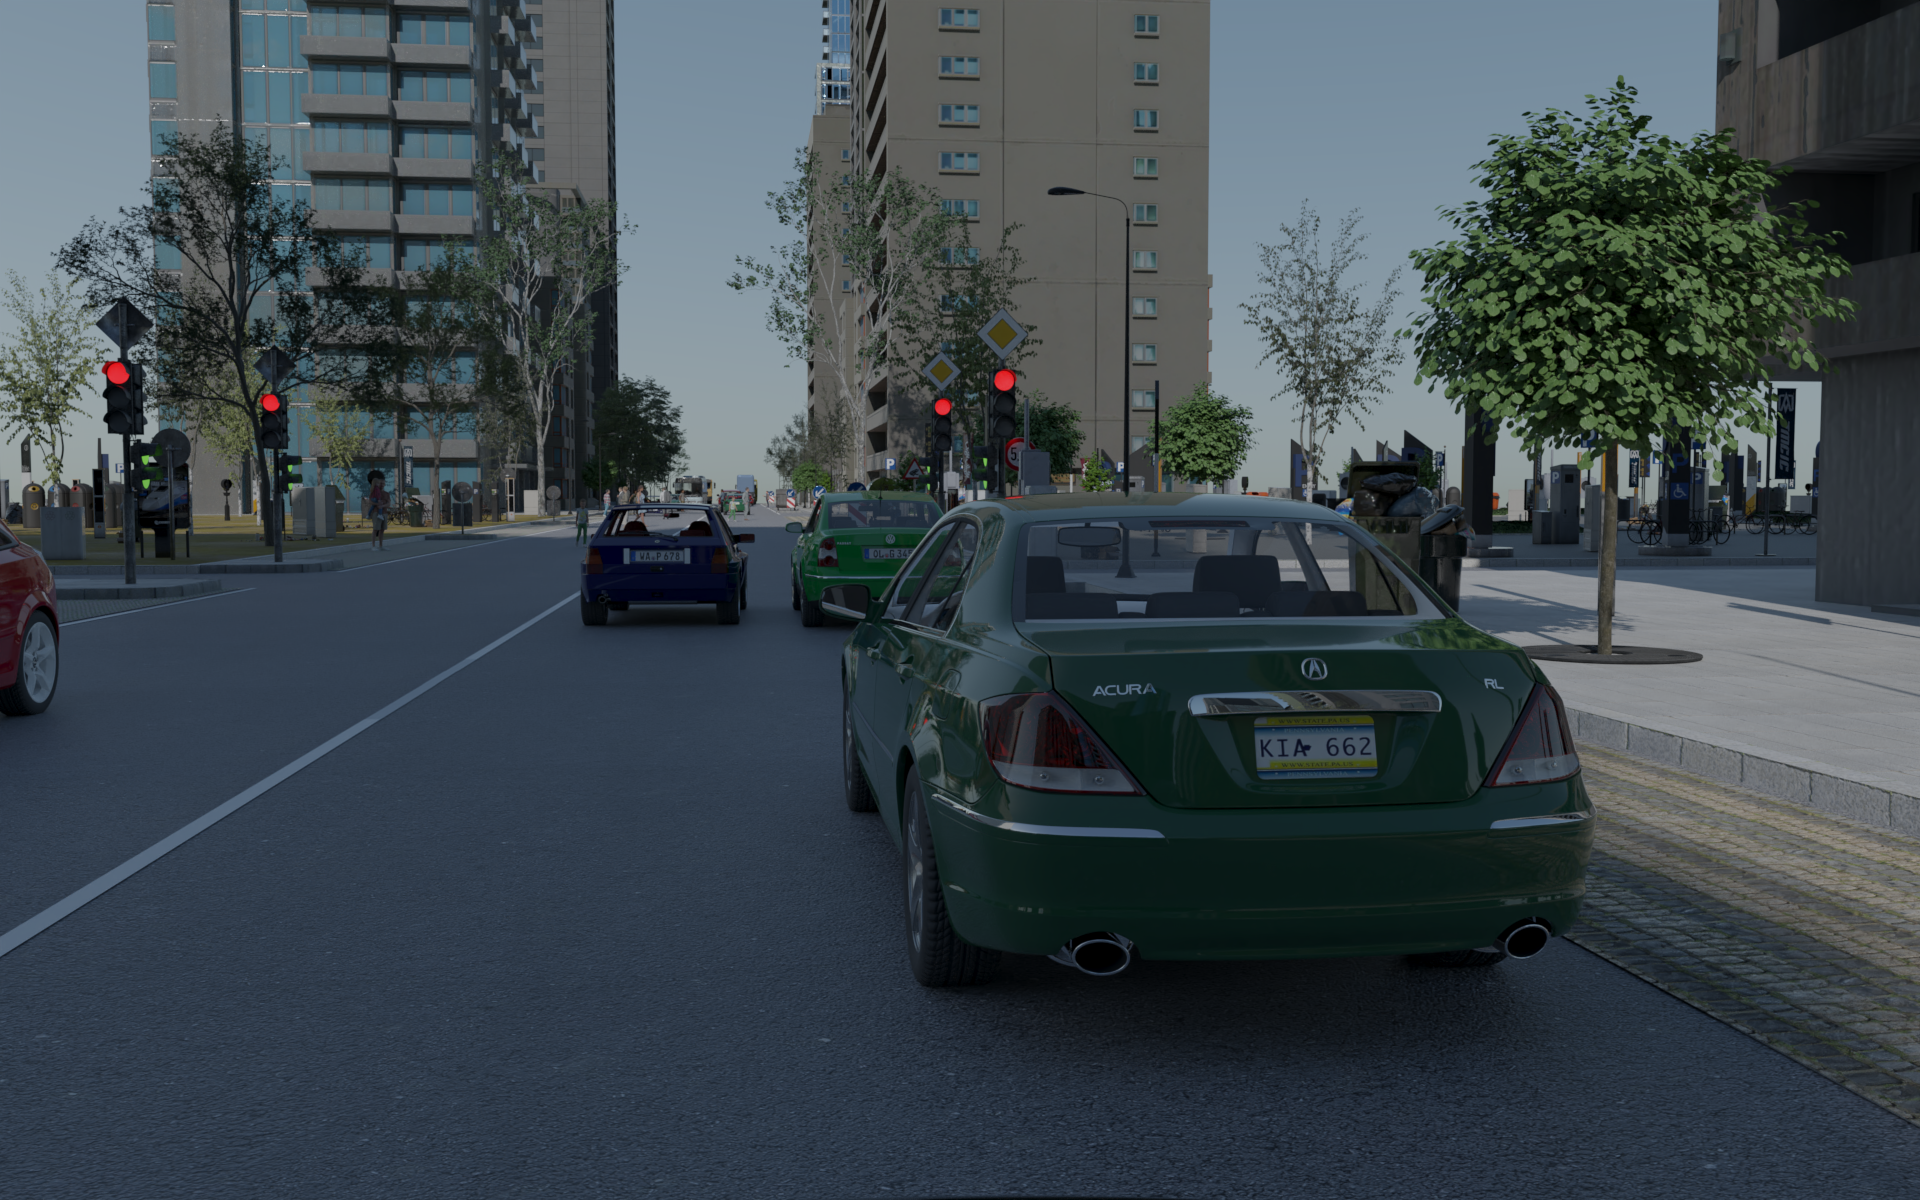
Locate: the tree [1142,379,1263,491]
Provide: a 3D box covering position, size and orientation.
[{"bbox_3d":[6.920,-4.003,49.158,4.285,4.588,4.351,0,3,0],"label":"tree"}]

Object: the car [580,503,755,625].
[{"bbox_3d":[-3.393,-0.472,20.290,1.945,1.354,3.894,0,4,-5],"label":"car"}]

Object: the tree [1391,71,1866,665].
[{"bbox_3d":[5.113,-1.821,13.492,4.285,4.588,4.351,0,3,0],"label":"tree"}]

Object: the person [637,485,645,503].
[{"bbox_3d":[-14.033,-4.115,75.866,0.778,1.811,0.616,1,4,8],"label":"person"}]

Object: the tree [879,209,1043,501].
[{"bbox_3d":[0.270,-5.749,44.360,4.737,8.622,4.395,0,3,0],"label":"tree"}]

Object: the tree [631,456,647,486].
[{"bbox_3d":[-36.167,-15.052,196.457,4.360,8.622,3.978,0,3,0],"label":"tree"}]

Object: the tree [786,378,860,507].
[{"bbox_3d":[-7.820,-9.693,108.839,4.360,8.622,3.978,0,3,0],"label":"tree"}]

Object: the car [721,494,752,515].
[{"bbox_3d":[-15.372,-6.566,119.150,2.131,1.459,4.920,0,4,-8],"label":"car"}]

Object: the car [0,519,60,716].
[{"bbox_3d":[-6.681,-0.042,9.721,2.155,1.783,4.494,0,4,-7],"label":"car"}]

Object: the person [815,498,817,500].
[{"bbox_3d":[-8.079,-5.189,97.610,0.475,1.303,0.640,-2,4,-24],"label":"person"}]

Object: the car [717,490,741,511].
[{"bbox_3d":[-19.354,-8.403,146.056,2.281,1.827,5.304,-1,4,-9],"label":"car"}]

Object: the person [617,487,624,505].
[{"bbox_3d":[-19.582,-5.617,100.309,0.822,1.834,0.622,-3,4,-37],"label":"person"}]

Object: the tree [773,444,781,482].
[{"bbox_3d":[-22.502,-17.085,229.698,4.360,8.622,3.978,0,3,0],"label":"tree"}]

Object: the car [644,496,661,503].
[{"bbox_3d":[-20.008,-6.150,113.138,1.945,1.354,3.894,-1,4,-8],"label":"car"}]

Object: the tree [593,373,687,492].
[{"bbox_3d":[-33.959,-16.916,183.227,9.857,13.997,8.962,0,3,0],"label":"tree"}]

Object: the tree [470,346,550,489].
[{"bbox_3d":[-22.440,-8.327,86.514,4.360,8.622,3.978,0,3,0],"label":"tree"}]

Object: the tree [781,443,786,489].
[{"bbox_3d":[-14.846,-13.418,169.753,4.360,8.622,3.978,0,3,0],"label":"tree"}]

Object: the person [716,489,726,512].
[{"bbox_3d":[-18.593,-7.754,135.266,0.705,1.826,1.348,1,4,23],"label":"person"}]

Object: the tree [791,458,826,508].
[{"bbox_3d":[-13.478,-10.563,156.422,4.285,4.588,4.351,0,3,0],"label":"tree"}]

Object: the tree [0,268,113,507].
[{"bbox_3d":[-29.394,-6.441,55.674,4.737,8.622,4.395,0,3,0],"label":"tree"}]

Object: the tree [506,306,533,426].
[{"bbox_3d":[-19.141,-7.927,64.020,8.767,10.594,7.601,3,5,40],"label":"tree"}]

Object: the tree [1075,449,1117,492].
[{"bbox_3d":[5.403,-4.679,71.099,1.663,3.219,1.824,0,3,0],"label":"tree"}]

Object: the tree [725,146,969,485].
[{"bbox_3d":[-6.203,-14.620,94.931,12.611,20.169,13.585,0,3,0],"label":"tree"}]

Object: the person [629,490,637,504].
[{"bbox_3d":[-22.529,-6.805,120.486,0.721,1.735,1.217,3,5,43],"label":"person"}]

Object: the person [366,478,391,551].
[{"bbox_3d":[-14.599,-2.141,43.476,0.573,1.828,0.580,0,4,-5],"label":"person"}]

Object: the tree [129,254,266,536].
[{"bbox_3d":[-23.794,-6.311,53.547,4.360,8.622,3.978,0,3,0],"label":"tree"}]

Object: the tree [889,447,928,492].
[{"bbox_3d":[-2.112,-4.536,68.757,1.663,3.219,1.824,0,3,0],"label":"tree"}]

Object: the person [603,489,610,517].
[{"bbox_3d":[-21.937,-6.003,107.485,0.643,1.720,0.563,-2,4,-35],"label":"person"}]

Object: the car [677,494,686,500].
[{"bbox_3d":[-24.457,-8.314,147.728,2.131,1.459,4.920,-1,4,-9],"label":"car"}]

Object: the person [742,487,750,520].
[{"bbox_3d":[-11.661,-5.256,94.542,0.391,1.810,0.635,0,4,2],"label":"person"}]

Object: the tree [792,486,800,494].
[{"bbox_3d":[-20.909,-13.991,223.350,1.663,3.219,1.824,0,3,0],"label":"tree"}]

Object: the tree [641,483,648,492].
[{"bbox_3d":[-37.232,-12.745,202.989,1.663,3.219,1.824,0,3,0],"label":"tree"}]

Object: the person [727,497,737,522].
[{"bbox_3d":[-11.807,-4.711,89.773,0.590,1.304,0.306,2,4,35],"label":"person"}]

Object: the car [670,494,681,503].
[{"bbox_3d":[-23.844,-7.975,142.189,2.131,1.459,4.920,0,4,-6],"label":"car"}]

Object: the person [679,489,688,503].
[{"bbox_3d":[-21.994,-7.893,137.559,0.705,1.824,1.348,1,4,19],"label":"person"}]

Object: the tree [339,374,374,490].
[{"bbox_3d":[-37.317,-9.368,103.529,4.737,8.622,4.395,0,3,0],"label":"tree"}]

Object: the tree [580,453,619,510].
[{"bbox_3d":[-29.127,-9.538,139.655,4.285,4.588,4.351,0,3,0],"label":"tree"}]

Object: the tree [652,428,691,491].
[{"bbox_3d":[-45.018,-20.765,265.263,9.928,11.665,9.643,0,3,0],"label":"tree"}]

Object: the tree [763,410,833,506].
[{"bbox_3d":[-17.753,-15.730,191.598,8.767,10.594,7.601,0,4,2],"label":"tree"}]

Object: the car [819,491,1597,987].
[{"bbox_3d":[0.567,0.320,6.565,2.131,1.459,4.920,0,4,-8],"label":"car"}]

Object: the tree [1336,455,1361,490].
[{"bbox_3d":[18.926,-5.436,83.485,1.663,3.219,1.824,0,3,0],"label":"tree"}]

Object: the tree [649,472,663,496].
[{"bbox_3d":[-37.080,-15.734,207.604,4.737,8.622,4.395,0,3,0],"label":"tree"}]

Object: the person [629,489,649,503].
[{"bbox_3d":[-20.343,-6.191,109.810,1.348,1.812,0.705,0,4,4],"label":"person"}]

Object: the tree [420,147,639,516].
[{"bbox_3d":[-25.136,-14.787,97.648,12.611,20.169,13.585,0,3,0],"label":"tree"}]

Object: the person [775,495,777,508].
[{"bbox_3d":[-18.692,-10.298,177.816,0.756,1.711,0.436,-3,4,-37],"label":"person"}]

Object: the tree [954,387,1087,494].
[{"bbox_3d":[2.272,-4.258,53.324,4.285,4.588,4.351,0,3,0],"label":"tree"}]

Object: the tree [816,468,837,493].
[{"bbox_3d":[-9.755,-8.164,128.087,1.663,3.219,1.824,0,3,0],"label":"tree"}]

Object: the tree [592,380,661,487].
[{"bbox_3d":[-33.714,-15.526,171.979,7.486,12.596,7.792,0,3,0],"label":"tree"}]

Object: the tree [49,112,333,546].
[{"bbox_3d":[-17.208,-6.612,42.516,7.601,10.594,8.767,3,4,38],"label":"tree"}]

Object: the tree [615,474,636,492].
[{"bbox_3d":[-31.476,-10.252,162.224,1.663,3.219,1.824,0,3,0],"label":"tree"}]

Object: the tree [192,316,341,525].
[{"bbox_3d":[-28.778,-7.352,70.560,4.737,8.622,4.395,0,3,0],"label":"tree"}]

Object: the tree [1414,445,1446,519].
[{"bbox_3d":[18.247,-4.507,68.293,1.663,3.219,1.824,0,3,0],"label":"tree"}]

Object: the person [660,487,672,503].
[{"bbox_3d":[-16.630,-5.465,97.954,0.679,1.850,0.850,-1,4,-18],"label":"person"}]

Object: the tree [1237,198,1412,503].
[{"bbox_3d":[9.165,-5.733,44.105,4.360,8.622,3.978,0,3,0],"label":"tree"}]

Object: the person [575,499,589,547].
[{"bbox_3d":[-10.205,-2.079,46.741,0.306,1.304,0.590,-2,4,-35],"label":"person"}]

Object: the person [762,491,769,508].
[{"bbox_3d":[-20.199,-10.467,180.160,0.750,1.759,0.617,0,4,-1],"label":"person"}]

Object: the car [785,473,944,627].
[{"bbox_3d":[-1.025,-0.694,20.136,1.959,1.807,4.718,0,4,-8],"label":"car"}]

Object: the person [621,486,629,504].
[{"bbox_3d":[-14.344,-3.980,74.114,0.362,1.759,0.519,0,4,2],"label":"person"}]
